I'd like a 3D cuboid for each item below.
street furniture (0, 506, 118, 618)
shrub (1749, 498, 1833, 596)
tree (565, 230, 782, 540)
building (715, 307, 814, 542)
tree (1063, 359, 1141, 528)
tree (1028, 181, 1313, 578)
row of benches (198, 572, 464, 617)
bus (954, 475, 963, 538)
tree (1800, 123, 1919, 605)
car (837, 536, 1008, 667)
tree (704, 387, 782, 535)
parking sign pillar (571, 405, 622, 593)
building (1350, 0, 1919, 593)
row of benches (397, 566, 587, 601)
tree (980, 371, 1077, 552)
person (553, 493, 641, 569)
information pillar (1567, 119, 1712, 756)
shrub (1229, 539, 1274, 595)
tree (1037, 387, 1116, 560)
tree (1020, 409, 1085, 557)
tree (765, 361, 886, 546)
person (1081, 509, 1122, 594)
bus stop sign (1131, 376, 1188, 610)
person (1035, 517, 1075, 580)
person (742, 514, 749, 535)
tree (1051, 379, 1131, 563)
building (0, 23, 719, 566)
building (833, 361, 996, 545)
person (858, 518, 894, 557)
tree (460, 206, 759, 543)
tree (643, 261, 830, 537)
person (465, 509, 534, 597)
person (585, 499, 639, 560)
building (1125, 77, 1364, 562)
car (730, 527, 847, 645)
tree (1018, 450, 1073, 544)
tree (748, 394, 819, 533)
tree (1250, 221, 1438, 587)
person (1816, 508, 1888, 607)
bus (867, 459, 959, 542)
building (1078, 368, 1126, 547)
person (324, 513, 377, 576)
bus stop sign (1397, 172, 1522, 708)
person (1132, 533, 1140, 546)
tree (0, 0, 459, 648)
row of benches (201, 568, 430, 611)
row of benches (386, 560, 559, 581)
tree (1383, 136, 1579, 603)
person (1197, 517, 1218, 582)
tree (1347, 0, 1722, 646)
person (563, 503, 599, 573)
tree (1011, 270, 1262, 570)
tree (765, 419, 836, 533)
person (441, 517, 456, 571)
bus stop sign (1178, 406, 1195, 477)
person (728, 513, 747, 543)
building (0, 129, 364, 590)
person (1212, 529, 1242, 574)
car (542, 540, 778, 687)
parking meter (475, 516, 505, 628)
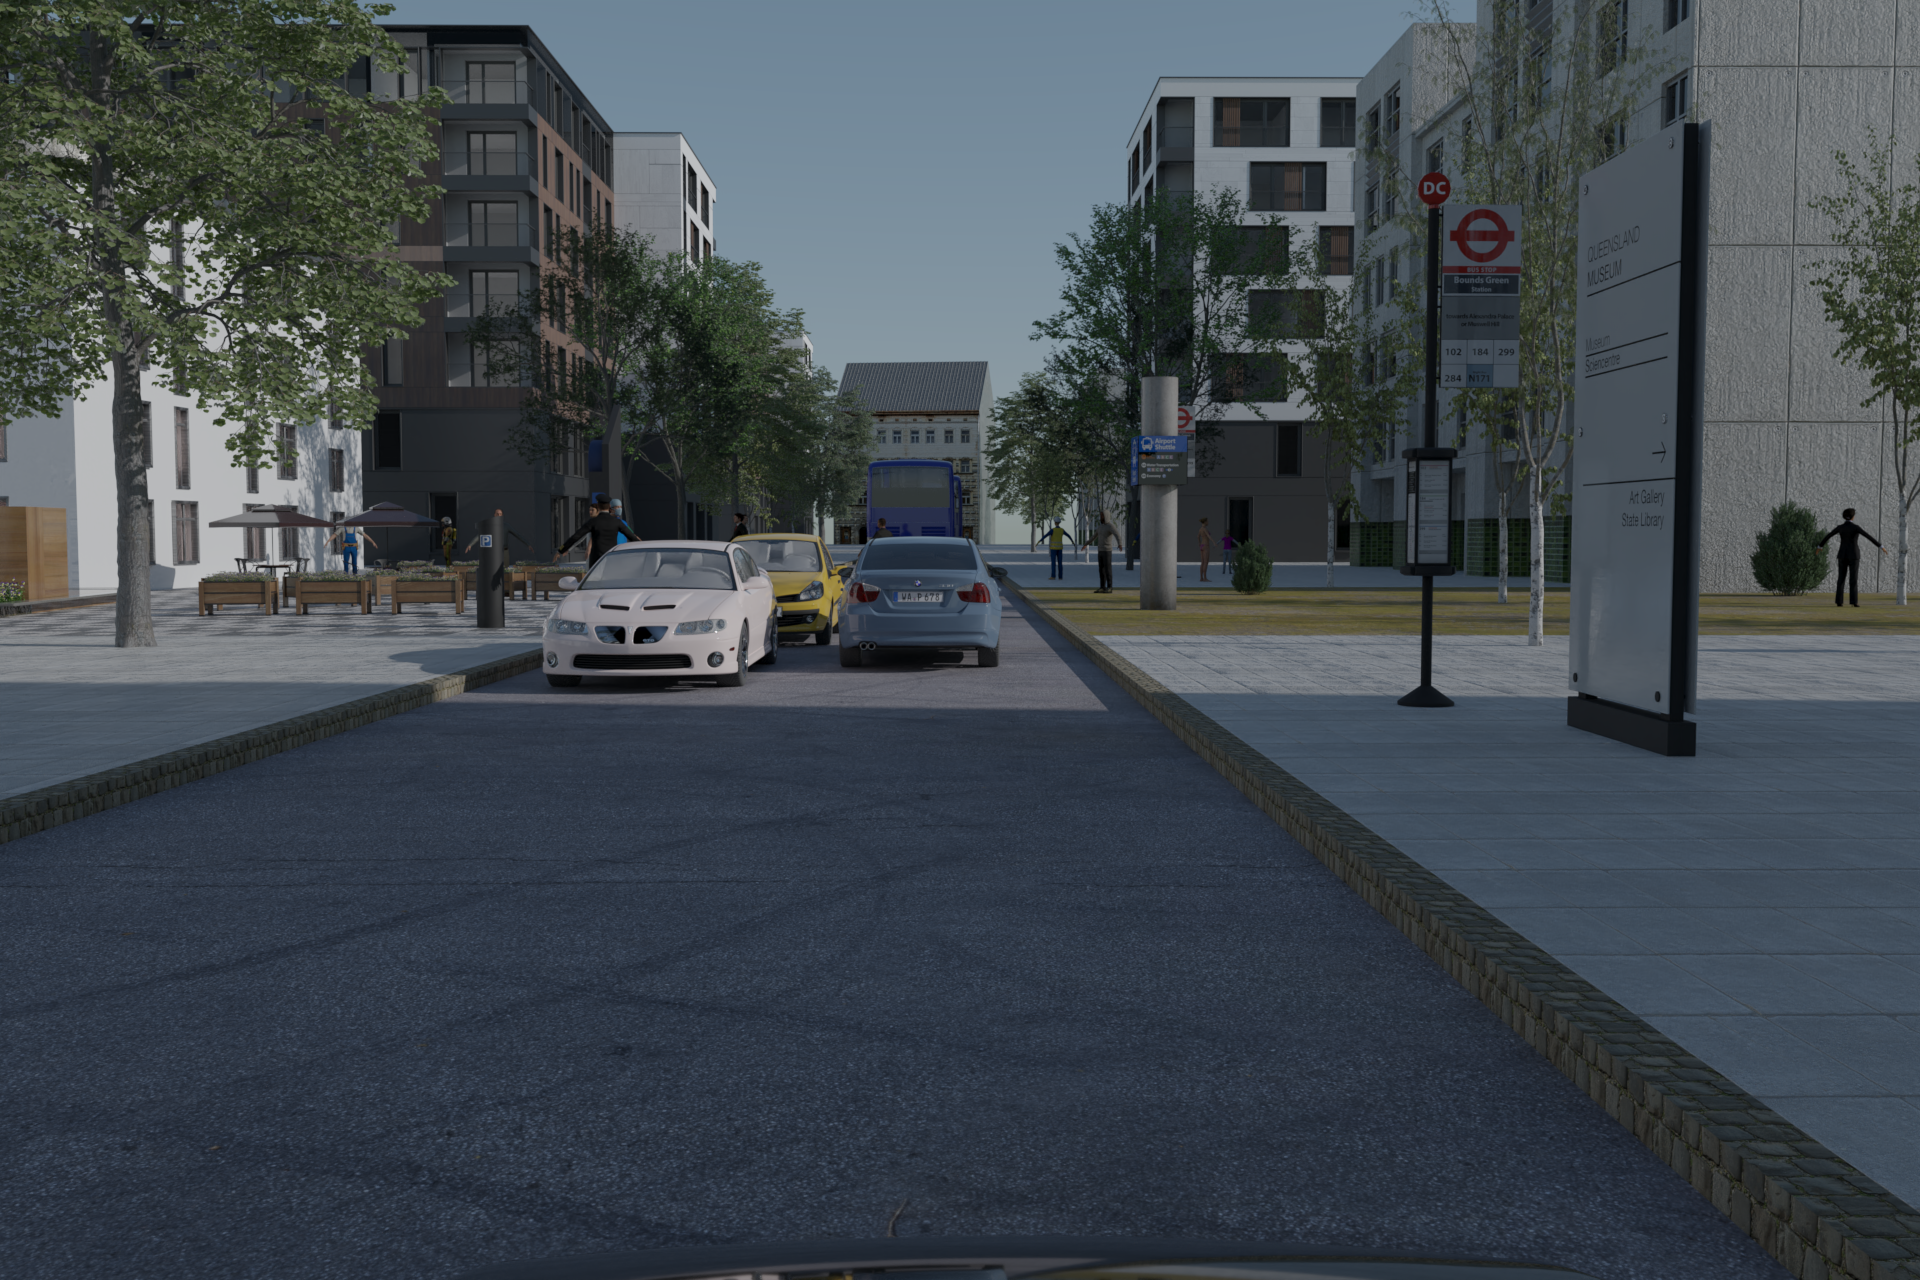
[{"bbox_3d":[-19.149,-1.320,28.444,9.812,1.723,11.010,-1,4,-10],"label":"street furniture"},{"bbox_3d":[17.248,-1.930,35.968,1.690,2.028,1.600,0,3,0],"label":"shrub"},{"bbox_3d":[-9.741,-8.207,59.934,9.928,11.665,9.643,0,3,0],"label":"tree"},{"bbox_3d":[-29.547,-20.007,171.094,27.936,21.610,32.646,0,4,-1],"label":"building"},{"bbox_3d":[5.905,-7.304,69.775,4.737,8.622,4.395,0,3,0],"label":"tree"},{"bbox_3d":[6.015,-7.624,50.412,9.928,11.665,9.643,0,3,0],"label":"tree"},{"bbox_3d":[-10.053,-0.741,27.579,4.104,0.672,1.422,-1,4,-10],"label":"row of benches"},{"bbox_3d":[-1.297,-4.681,68.082,2.896,3.916,12.251,0,4,-1],"label":"bus"},{"bbox_3d":[17.184,-4.930,30.961,4.737,8.622,4.395,0,3,0],"label":"tree"},{"bbox_3d":[-0.438,-0.486,19.943,2.014,1.417,4.499,0,4,0],"label":"car"},{"bbox_3d":[-9.942,-7.977,80.781,4.737,8.622,4.395,0,3,0],"label":"tree"},{"bbox_3d":[-7.273,-2.880,35.563,1.447,3.967,1.447,0,4,0],"label":"parking sign pillar"},{"bbox_3d":[24.043,-11.412,53.041,16.747,18.905,31.486,0,4,0],"label":"building"},{"bbox_3d":[-8.980,-1.117,33.722,4.104,0.672,1.422,1,4,12],"label":"row of benches"},{"bbox_3d":[4.926,-12.391,120.727,7.486,12.596,7.792,0,3,0],"label":"tree"},{"bbox_3d":[-4.876,-1.087,23.706,1.347,1.837,0.705,-2,4,-24],"label":"person"},{"bbox_3d":[4.159,-1.185,10.697,0.184,3.620,1.656,0,3,0],"label":"information pillar"},{"bbox_3d":[6.157,-1.558,36.584,1.383,1.207,1.383,0,3,0],"label":"shrub"},{"bbox_3d":[5.804,-8.309,86.217,4.737,8.622,4.395,0,3,0],"label":"tree"},{"bbox_3d":[5.254,-9.052,98.360,4.737,8.622,4.395,0,3,0],"label":"tree"},{"bbox_3d":[-10.098,-13.443,126.450,9.857,13.997,8.962,0,3,0],"label":"tree"},{"bbox_3d":[3.114,-1.915,37.440,0.705,1.813,1.348,-2,4,-34],"label":"person"},{"bbox_3d":[3.362,-2.463,29.285,0.837,3.901,0.837,0,4,-2],"label":"bus stop sign"},{"bbox_3d":[2.693,-2.585,48.723,1.216,1.772,0.721,-1,4,-20],"label":"person"},{"bbox_3d":[-5.772,-2.464,46.422,0.704,1.812,1.346,0,4,3],"label":"person"},{"bbox_3d":[5.565,-7.753,77.125,4.360,8.622,3.978,0,3,0],"label":"tree"},{"bbox_3d":[-28.047,-14.807,86.069,27.936,21.610,32.646,0,4,-1],"label":"building"},{"bbox_3d":[-5.429,-23.628,219.703,18.063,23.208,19.493,0,4,7],"label":"building"},{"bbox_3d":[-1.817,-1.913,39.963,0.704,1.802,1.346,3,5,41],"label":"person"},{"bbox_3d":[-9.506,-7.024,49.257,8.767,10.594,7.601,-3,5,-43],"label":"tree"},{"bbox_3d":[-9.276,-9.395,71.732,7.486,12.596,7.792,0,3,0],"label":"tree"},{"bbox_3d":[-9.385,-1.776,35.308,1.348,1.796,0.705,-1,4,-18],"label":"person"},{"bbox_3d":[-5.256,-1.247,26.517,0.704,1.817,1.347,3,4,37],"label":"person"},{"bbox_3d":[22.699,-15.303,94.179,27.936,21.610,32.646,0,4,-1],"label":"building"},{"bbox_3d":[-2.510,-0.818,23.605,2.015,1.641,3.980,0,4,0],"label":"car"},{"bbox_3d":[10.826,-18.350,218.144,7.486,12.596,7.792,0,3,0],"label":"tree"},{"bbox_3d":[-9.703,-8.542,90.017,4.737,8.622,4.395,0,3,0],"label":"tree"},{"bbox_3d":[9.165,-5.572,41.469,4.737,8.622,4.395,0,3,0],"label":"tree"},{"bbox_3d":[15.670,-1.453,30.481,0.721,1.740,1.216,-3,5,-39],"label":"person"},{"bbox_3d":[-1.445,-3.930,55.810,2.896,3.916,12.251,0,4,0],"label":"bus"},{"bbox_3d":[22.672,-19.987,193.238,16.747,18.905,31.486,0,4,0],"label":"building"},{"bbox_3d":[-16.179,-2.452,45.952,1.347,1.847,0.705,-2,4,-27],"label":"person"},{"bbox_3d":[3.715,-1.479,12.881,0.855,3.939,0.416,0,3,0],"label":"bus stop sign"},{"bbox_3d":[5.821,-2.845,52.486,1.349,1.833,0.705,-1,4,-18],"label":"person"},{"bbox_3d":[-9.864,-6.196,19.425,7.486,12.596,7.792,0,3,0],"label":"tree"},{"bbox_3d":[-11.297,-0.910,30.346,1.422,0.672,4.104,3,5,42],"label":"row of benches"},{"bbox_3d":[-11.618,-1.567,41.086,4.104,0.672,1.422,-1,4,-11],"label":"row of benches"},{"bbox_3d":[10.011,-4.988,31.918,4.737,8.622,4.395,0,3,0],"label":"tree"},{"bbox_3d":[6.669,-2.438,46.672,0.721,1.733,1.217,-1,4,-14],"label":"person"},{"bbox_3d":[6.738,-4.249,19.836,4.360,8.622,3.978,0,3,0],"label":"tree"},{"bbox_3d":[-6.215,-1.426,29.499,1.347,1.806,0.705,2,4,33],"label":"person"},{"bbox_3d":[6.005,-7.720,60.640,8.767,10.594,7.601,0,4,-3],"label":"tree"},{"bbox_3d":[-10.222,-9.436,104.646,4.360,8.622,3.978,0,3,0],"label":"tree"},{"bbox_3d":[-17.327,-3.221,58.437,0.705,1.858,1.354,-1,4,-18],"label":"person"},{"bbox_3d":[4.038,-2.707,32.961,0.855,3.939,0.416,0,4,-1],"label":"bus stop sign"},{"bbox_3d":[-5.505,-2.248,42.934,0.705,1.806,1.347,-2,4,-27],"label":"person"},{"bbox_3d":[-22.872,-6.603,50.102,9.099,9.664,28.070,0,4,0],"label":"building"},{"bbox_3d":[8.590,-2.834,55.603,0.991,1.433,0.599,1,4,14],"label":"person"},{"bbox_3d":[-2.947,-0.330,17.763,2.083,1.381,4.827,0,4,0],"label":"car"},{"bbox_3d":[-6.448,-0.939,23.764,0.372,1.533,0.369,0,3,0],"label":"parking meter"}]
